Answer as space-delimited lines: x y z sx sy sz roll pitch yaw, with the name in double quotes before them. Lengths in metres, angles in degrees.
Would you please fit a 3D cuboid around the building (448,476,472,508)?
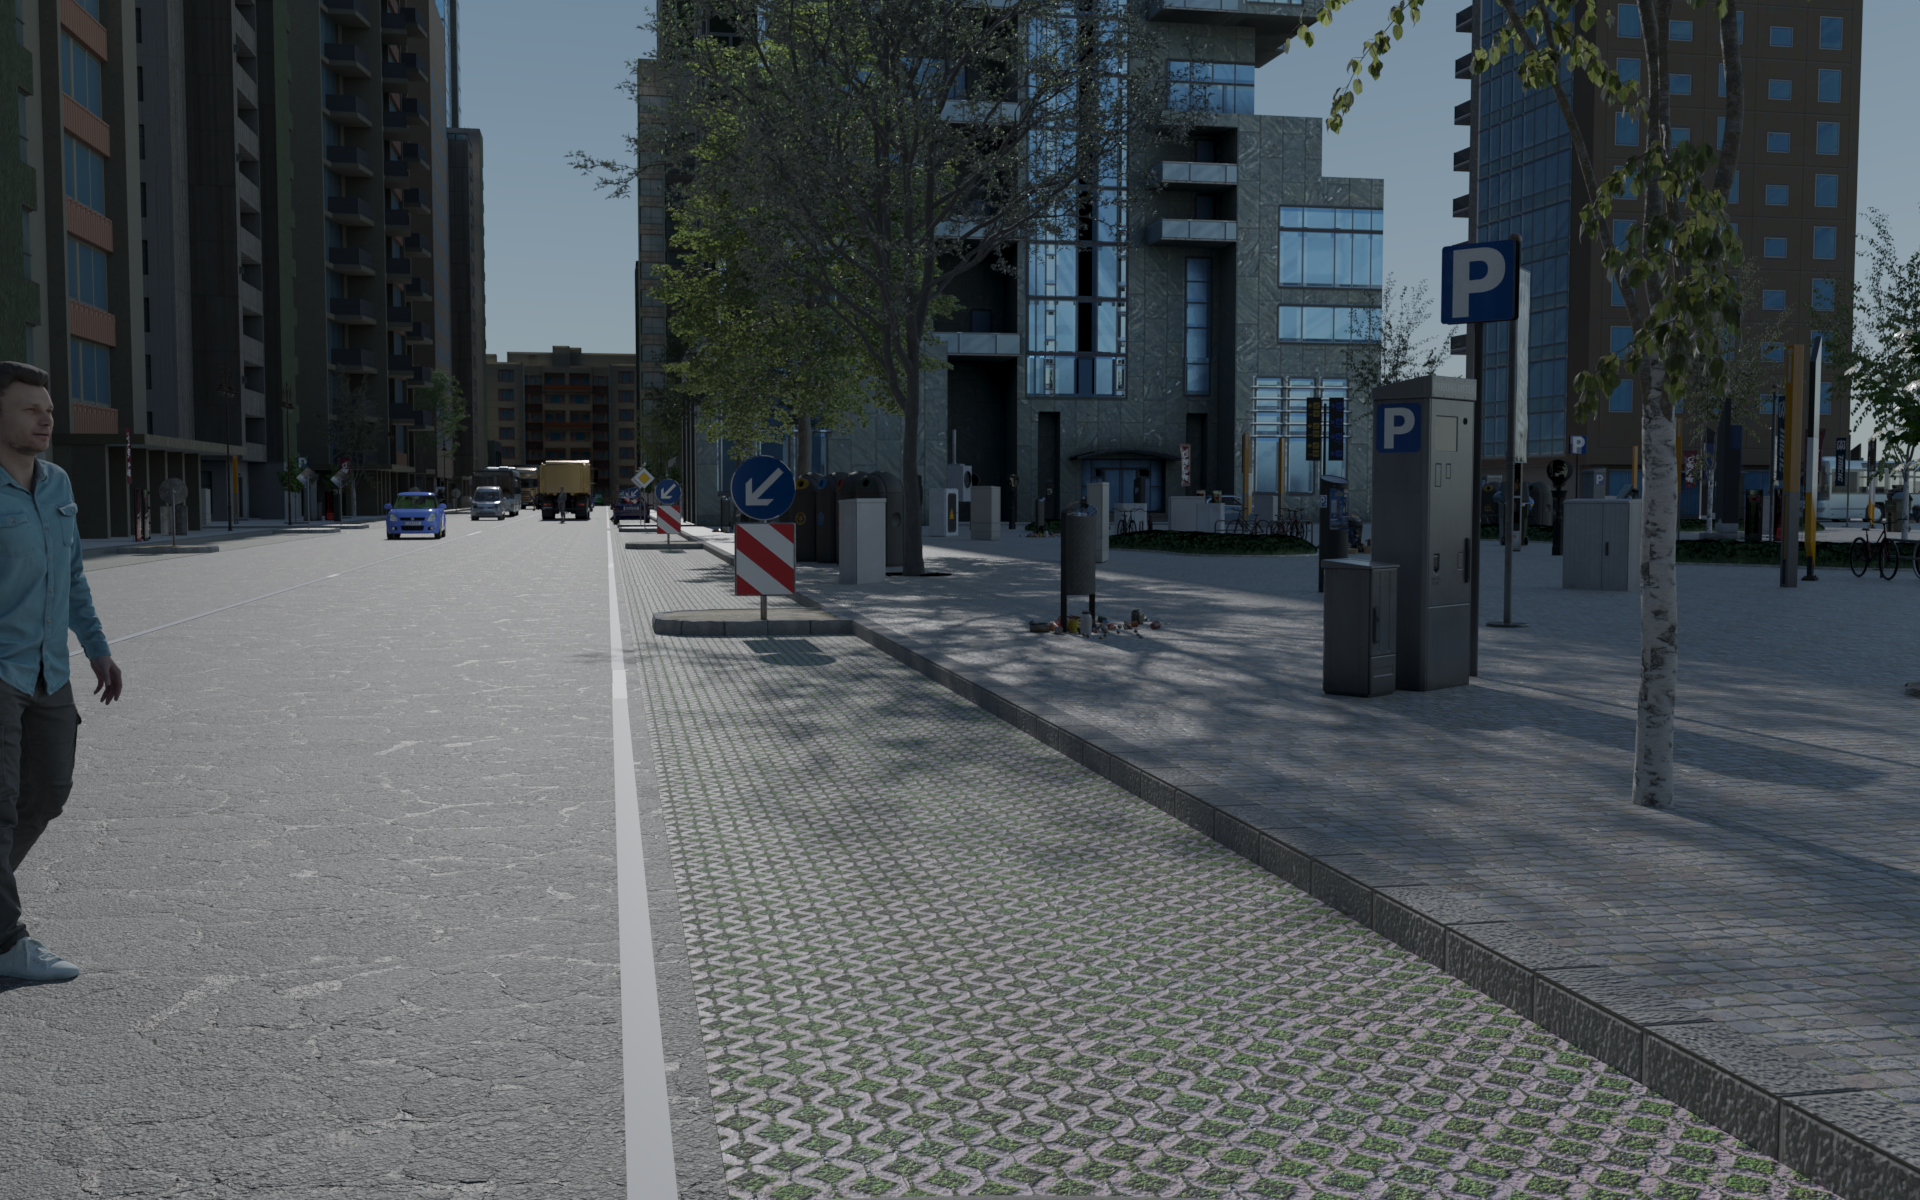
"building" -64.366 -29.026 166.454 32.217 40.220 23.993 -1 4 -12

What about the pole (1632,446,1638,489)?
"pole" 28.662 -4.879 73.614 0.158 3.312 0.155 0 3 0

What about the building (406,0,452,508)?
"building" -51.927 -30.536 149.377 14.600 45.320 14.200 -1 4 -12

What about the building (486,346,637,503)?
"building" -54.556 -24.260 241.686 28.899 21.520 27.650 -1 4 -12

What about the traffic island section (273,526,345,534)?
"traffic island section" -23.953 -2.531 63.659 2.009 0.180 2.903 -1 4 -12

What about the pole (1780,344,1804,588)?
"pole" 11.407 -1.829 23.749 0.158 3.312 0.155 0 3 0

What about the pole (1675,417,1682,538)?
"pole" 19.042 -3.188 45.974 0.158 3.312 0.155 0 3 0

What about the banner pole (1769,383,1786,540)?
"banner pole" 18.396 -2.992 38.938 0.401 3.779 0.863 0 4 -4

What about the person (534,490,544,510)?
"person" -37.676 -8.975 155.379 1.348 1.807 0.705 0 4 -1

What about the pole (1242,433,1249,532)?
"pole" 9.540 -3.912 57.808 0.158 3.312 0.155 0 3 0

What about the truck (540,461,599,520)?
"truck" -22.913 -6.424 100.962 3.469 3.379 9.791 -1 4 -10

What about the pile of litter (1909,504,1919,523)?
"pile of litter" 42.883 -3.869 77.224 1.719 0.858 1.176 1 4 9

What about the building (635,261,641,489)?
"building" -33.370 -27.188 216.226 14.160 30.474 14.107 -1 4 -12

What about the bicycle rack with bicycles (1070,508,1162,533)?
"bicycle rack with bicycles" 3.817 -1.846 43.570 2.852 0.926 2.925 1 4 9

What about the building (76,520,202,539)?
"building" -38.200 -24.123 49.037 28.867 44.769 22.147 -1 4 -12

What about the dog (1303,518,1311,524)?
"dog" 15.105 -3.399 75.759 0.748 0.427 0.550 0 4 4

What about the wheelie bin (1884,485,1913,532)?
"wheelie bin" 31.583 -3.082 58.304 0.693 1.594 0.980 0 4 -7

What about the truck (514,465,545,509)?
"truck" -41.754 -10.934 167.689 2.839 4.237 11.283 -1 4 -10

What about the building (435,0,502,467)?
"building" -71.153 -54.497 203.694 31.000 86.520 22.319 -1 4 -12

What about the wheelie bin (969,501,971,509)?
"wheelie bin" 0.116 -5.518 98.122 0.693 1.594 0.980 -3 4 -36

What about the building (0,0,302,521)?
"building" -40.339 -19.014 82.581 14.160 30.474 14.107 -1 4 -12

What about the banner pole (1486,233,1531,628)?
"banner pole" 5.434 -1.644 16.896 0.401 3.779 0.863 2 4 31

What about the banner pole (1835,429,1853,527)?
"banner pole" 34.365 -4.730 67.351 0.401 3.779 0.863 -1 4 -21

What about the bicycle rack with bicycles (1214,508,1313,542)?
"bicycle rack with bicycles" 8.042 -1.915 44.687 2.925 0.926 2.852 -3 5 -42

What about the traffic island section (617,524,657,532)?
"traffic island section" -12.007 -2.679 66.087 2.009 0.180 2.903 -1 4 -12

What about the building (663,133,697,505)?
"building" -17.274 -22.677 142.467 14.160 30.474 14.107 -1 4 -12

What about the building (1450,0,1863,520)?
"building" 35.333 -26.857 89.215 14.200 45.320 14.600 -1 4 -12

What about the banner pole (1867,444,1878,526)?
"banner pole" 36.483 -4.851 69.337 0.401 3.779 0.863 0 4 4

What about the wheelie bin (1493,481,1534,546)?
"wheelie bin" 13.807 -2.166 43.316 0.980 1.594 0.693 0 4 5

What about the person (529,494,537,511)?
"person" -36.384 -8.304 147.497 0.421 1.427 0.697 3 5 42

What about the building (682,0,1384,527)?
"building" 2.150 -47.082 82.458 31.000 86.520 22.319 -1 4 -12

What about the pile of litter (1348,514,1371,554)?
"pile of litter" 8.786 -1.455 37.755 1.719 0.858 1.176 -1 4 -21

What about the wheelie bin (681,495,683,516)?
"wheelie bin" -15.351 -5.510 97.991 0.693 1.594 0.980 0 4 4

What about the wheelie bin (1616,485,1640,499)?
"wheelie bin" 22.217 -3.037 57.571 0.693 1.594 0.980 0 4 -3

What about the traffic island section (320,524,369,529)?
"traffic island section" -25.552 -3.009 71.483 2.009 0.180 2.903 -1 4 -12

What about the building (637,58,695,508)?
"building" -23.940 -29.605 167.642 14.154 41.232 14.086 -1 4 -12

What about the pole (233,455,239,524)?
"pole" -31.030 -4.914 74.183 0.158 3.312 0.155 0 3 0

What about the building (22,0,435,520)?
"building" -46.216 -27.912 110.986 22.147 44.769 28.867 -1 4 -12

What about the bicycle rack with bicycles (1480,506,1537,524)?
"bicycle rack with bicycles" 16.235 -2.511 54.437 2.852 0.926 2.925 -3 5 -39

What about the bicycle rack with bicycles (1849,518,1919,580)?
"bicycle rack with bicycles" 14.687 -0.733 25.361 2.852 0.926 2.925 1 4 11

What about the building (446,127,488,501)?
"building" -58.878 -30.785 186.935 14.154 41.232 14.086 -1 4 -12

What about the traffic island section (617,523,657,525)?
"traffic island section" -13.606 -3.158 73.911 2.009 0.180 2.903 -1 4 -12

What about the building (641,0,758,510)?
"building" -23.737 -45.638 184.441 20.563 71.187 20.611 -1 4 -12

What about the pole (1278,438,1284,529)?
"pole" 11.687 -4.234 63.062 0.158 3.312 0.155 0 3 0
